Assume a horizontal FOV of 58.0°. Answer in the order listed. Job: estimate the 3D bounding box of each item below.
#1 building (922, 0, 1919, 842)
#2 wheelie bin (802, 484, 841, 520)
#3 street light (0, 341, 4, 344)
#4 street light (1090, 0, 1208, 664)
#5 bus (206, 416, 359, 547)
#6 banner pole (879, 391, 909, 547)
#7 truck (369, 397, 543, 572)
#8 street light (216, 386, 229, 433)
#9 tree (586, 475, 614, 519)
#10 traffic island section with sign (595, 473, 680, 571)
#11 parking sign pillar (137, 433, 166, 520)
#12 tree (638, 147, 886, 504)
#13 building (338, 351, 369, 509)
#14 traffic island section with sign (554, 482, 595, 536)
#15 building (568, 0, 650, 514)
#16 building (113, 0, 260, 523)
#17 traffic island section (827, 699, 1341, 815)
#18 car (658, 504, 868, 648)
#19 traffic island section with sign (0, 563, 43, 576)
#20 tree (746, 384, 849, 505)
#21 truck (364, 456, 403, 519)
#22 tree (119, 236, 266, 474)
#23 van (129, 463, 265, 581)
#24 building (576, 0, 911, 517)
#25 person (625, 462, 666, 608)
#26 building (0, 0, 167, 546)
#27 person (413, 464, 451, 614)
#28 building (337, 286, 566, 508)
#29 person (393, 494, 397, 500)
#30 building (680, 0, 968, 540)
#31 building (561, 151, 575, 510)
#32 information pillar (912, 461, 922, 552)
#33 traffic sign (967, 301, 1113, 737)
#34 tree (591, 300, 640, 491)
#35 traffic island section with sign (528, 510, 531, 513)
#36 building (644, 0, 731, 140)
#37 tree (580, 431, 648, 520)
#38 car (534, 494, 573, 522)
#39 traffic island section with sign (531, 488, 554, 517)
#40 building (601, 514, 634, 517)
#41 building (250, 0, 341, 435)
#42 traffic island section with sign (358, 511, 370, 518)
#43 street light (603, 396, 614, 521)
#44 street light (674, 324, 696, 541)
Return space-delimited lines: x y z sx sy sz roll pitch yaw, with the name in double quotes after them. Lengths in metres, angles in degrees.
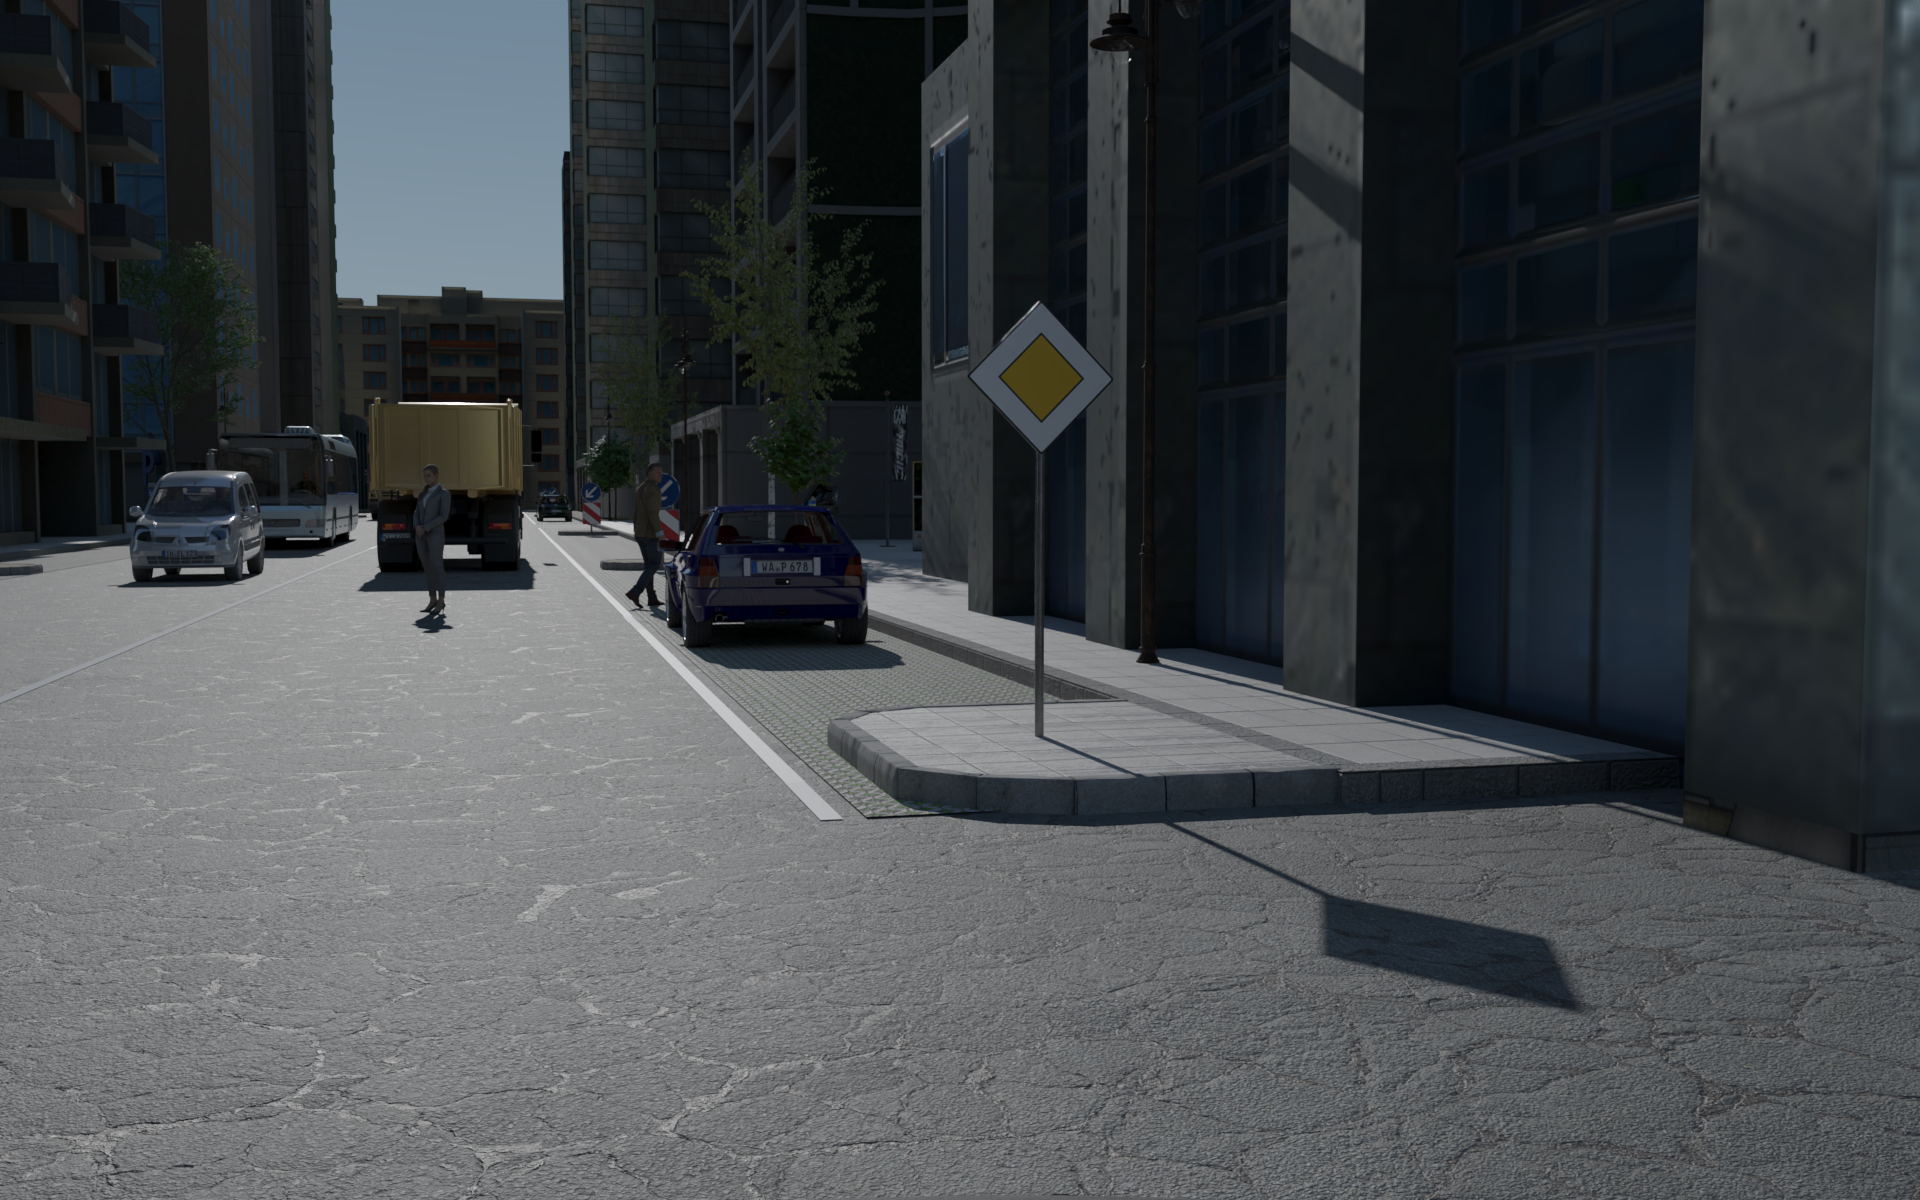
15.548 -43.176 18.594 31.000 86.520 22.319 -1 4 -15 "building"
-2.644 -1.543 33.140 0.693 1.594 0.980 0 4 1 "wheelie bin"
-22.439 -4.106 39.918 0.468 5.910 1.993 -1 4 -15 "street light"
1.432 -2.460 13.015 0.468 5.910 1.993 -1 4 -15 "street light"
-18.836 -3.312 49.018 2.948 3.499 13.247 -1 4 -15 "bus"
-1.585 -3.189 42.156 0.863 3.779 0.401 -3 5 -40 "banner pole"
-10.362 -2.432 35.688 3.469 3.379 9.791 -1 4 -14 "truck"
-31.465 -6.205 74.236 0.468 5.910 1.993 -1 4 -15 "street light"
-18.535 -5.859 90.404 1.663 3.219 1.824 0 3 0 "tree"
-5.877 -1.503 33.203 1.989 1.847 2.006 -1 4 -15 "traffic island section with sign"
-35.096 -5.321 75.469 1.447 3.967 1.447 3 5 41 "parking sign pillar"
-3.880 -5.341 37.685 4.737 8.622 4.395 0 3 0 "tree"
-64.370 -50.331 135.591 31.000 86.520 22.319 -1 4 -15 "building"
-12.894 -3.136 59.901 1.989 1.847 2.006 -1 4 -15 "traffic island section with sign"
-23.476 -27.689 136.308 14.154 41.232 14.086 -1 4 -15 "building"
-42.090 -26.441 82.422 14.600 45.320 14.200 -1 4 -15 "building"
0.437 0.801 9.192 2.009 0.180 2.903 -1 4 -15 "traffic island section"
-2.043 -0.305 17.560 1.945 1.354 3.894 -1 4 -13 "car"
-17.509 -1.352 30.735 1.989 1.847 2.006 -1 4 -15 "traffic island section with sign"
-2.761 -2.205 30.651 1.663 3.219 1.824 0 3 0 "tree"
-32.879 -6.872 101.270 2.839 4.237 11.283 -1 4 -13 "truck"
-30.503 -8.610 66.525 9.928 11.665 9.643 0 3 0 "tree"
-13.103 -1.398 29.872 2.013 2.044 4.112 -1 4 -15 "van"
-15.933 -41.635 118.990 20.563 71.187 20.611 -1 4 -15 "building"
-3.917 -0.820 21.820 0.656 1.842 0.836 2 4 26 "person"
-34.256 -23.840 44.406 22.147 44.769 28.867 -1 4 -15 "building"
-6.413 -0.740 20.870 0.520 1.790 0.573 1 4 12 "person"
-49.796 -20.147 174.446 28.899 21.520 27.650 -1 4 -15 "building"
-26.391 -4.261 81.407 0.421 1.427 0.697 3 4 38 "person"
2.174 -37.566 52.452 20.563 71.187 20.611 -1 4 -15 "building"
-27.246 -23.150 150.195 14.160 30.474 14.107 -1 4 -15 "building"
-0.892 -2.092 38.703 0.304 2.012 0.304 0 4 7 "information pillar"
0.416 -0.334 9.109 0.795 2.450 0.064 -1 4 -15 "traffic sign"
-12.247 -7.117 66.726 4.737 8.622 4.395 0 3 0 "tree"
-32.431 -7.679 134.180 1.989 1.847 2.006 -1 4 -15 "traffic island section with sign"
-7.082 -18.700 77.439 14.160 30.474 14.107 -1 4 -15 "building"
-17.331 -6.338 87.333 4.285 4.588 4.351 0 3 0 "tree"
-21.322 -4.965 90.958 2.009 1.686 4.222 -1 4 -16 "car"
-25.522 -6.073 107.922 1.989 1.847 2.006 -1 4 -15 "traffic island section with sign"
-15.152 -25.603 102.206 14.154 41.232 14.086 -1 4 -15 "building"
-51.108 -26.663 119.538 14.154 41.232 14.086 -1 4 -15 "building"
-36.929 -5.871 104.617 1.989 1.847 2.006 -1 4 -15 "traffic island section with sign"
-16.529 -6.653 81.559 0.468 5.910 1.993 -1 4 -15 "street light"
-7.500 -4.559 47.331 0.468 5.910 1.993 -1 4 -15 "street light"
